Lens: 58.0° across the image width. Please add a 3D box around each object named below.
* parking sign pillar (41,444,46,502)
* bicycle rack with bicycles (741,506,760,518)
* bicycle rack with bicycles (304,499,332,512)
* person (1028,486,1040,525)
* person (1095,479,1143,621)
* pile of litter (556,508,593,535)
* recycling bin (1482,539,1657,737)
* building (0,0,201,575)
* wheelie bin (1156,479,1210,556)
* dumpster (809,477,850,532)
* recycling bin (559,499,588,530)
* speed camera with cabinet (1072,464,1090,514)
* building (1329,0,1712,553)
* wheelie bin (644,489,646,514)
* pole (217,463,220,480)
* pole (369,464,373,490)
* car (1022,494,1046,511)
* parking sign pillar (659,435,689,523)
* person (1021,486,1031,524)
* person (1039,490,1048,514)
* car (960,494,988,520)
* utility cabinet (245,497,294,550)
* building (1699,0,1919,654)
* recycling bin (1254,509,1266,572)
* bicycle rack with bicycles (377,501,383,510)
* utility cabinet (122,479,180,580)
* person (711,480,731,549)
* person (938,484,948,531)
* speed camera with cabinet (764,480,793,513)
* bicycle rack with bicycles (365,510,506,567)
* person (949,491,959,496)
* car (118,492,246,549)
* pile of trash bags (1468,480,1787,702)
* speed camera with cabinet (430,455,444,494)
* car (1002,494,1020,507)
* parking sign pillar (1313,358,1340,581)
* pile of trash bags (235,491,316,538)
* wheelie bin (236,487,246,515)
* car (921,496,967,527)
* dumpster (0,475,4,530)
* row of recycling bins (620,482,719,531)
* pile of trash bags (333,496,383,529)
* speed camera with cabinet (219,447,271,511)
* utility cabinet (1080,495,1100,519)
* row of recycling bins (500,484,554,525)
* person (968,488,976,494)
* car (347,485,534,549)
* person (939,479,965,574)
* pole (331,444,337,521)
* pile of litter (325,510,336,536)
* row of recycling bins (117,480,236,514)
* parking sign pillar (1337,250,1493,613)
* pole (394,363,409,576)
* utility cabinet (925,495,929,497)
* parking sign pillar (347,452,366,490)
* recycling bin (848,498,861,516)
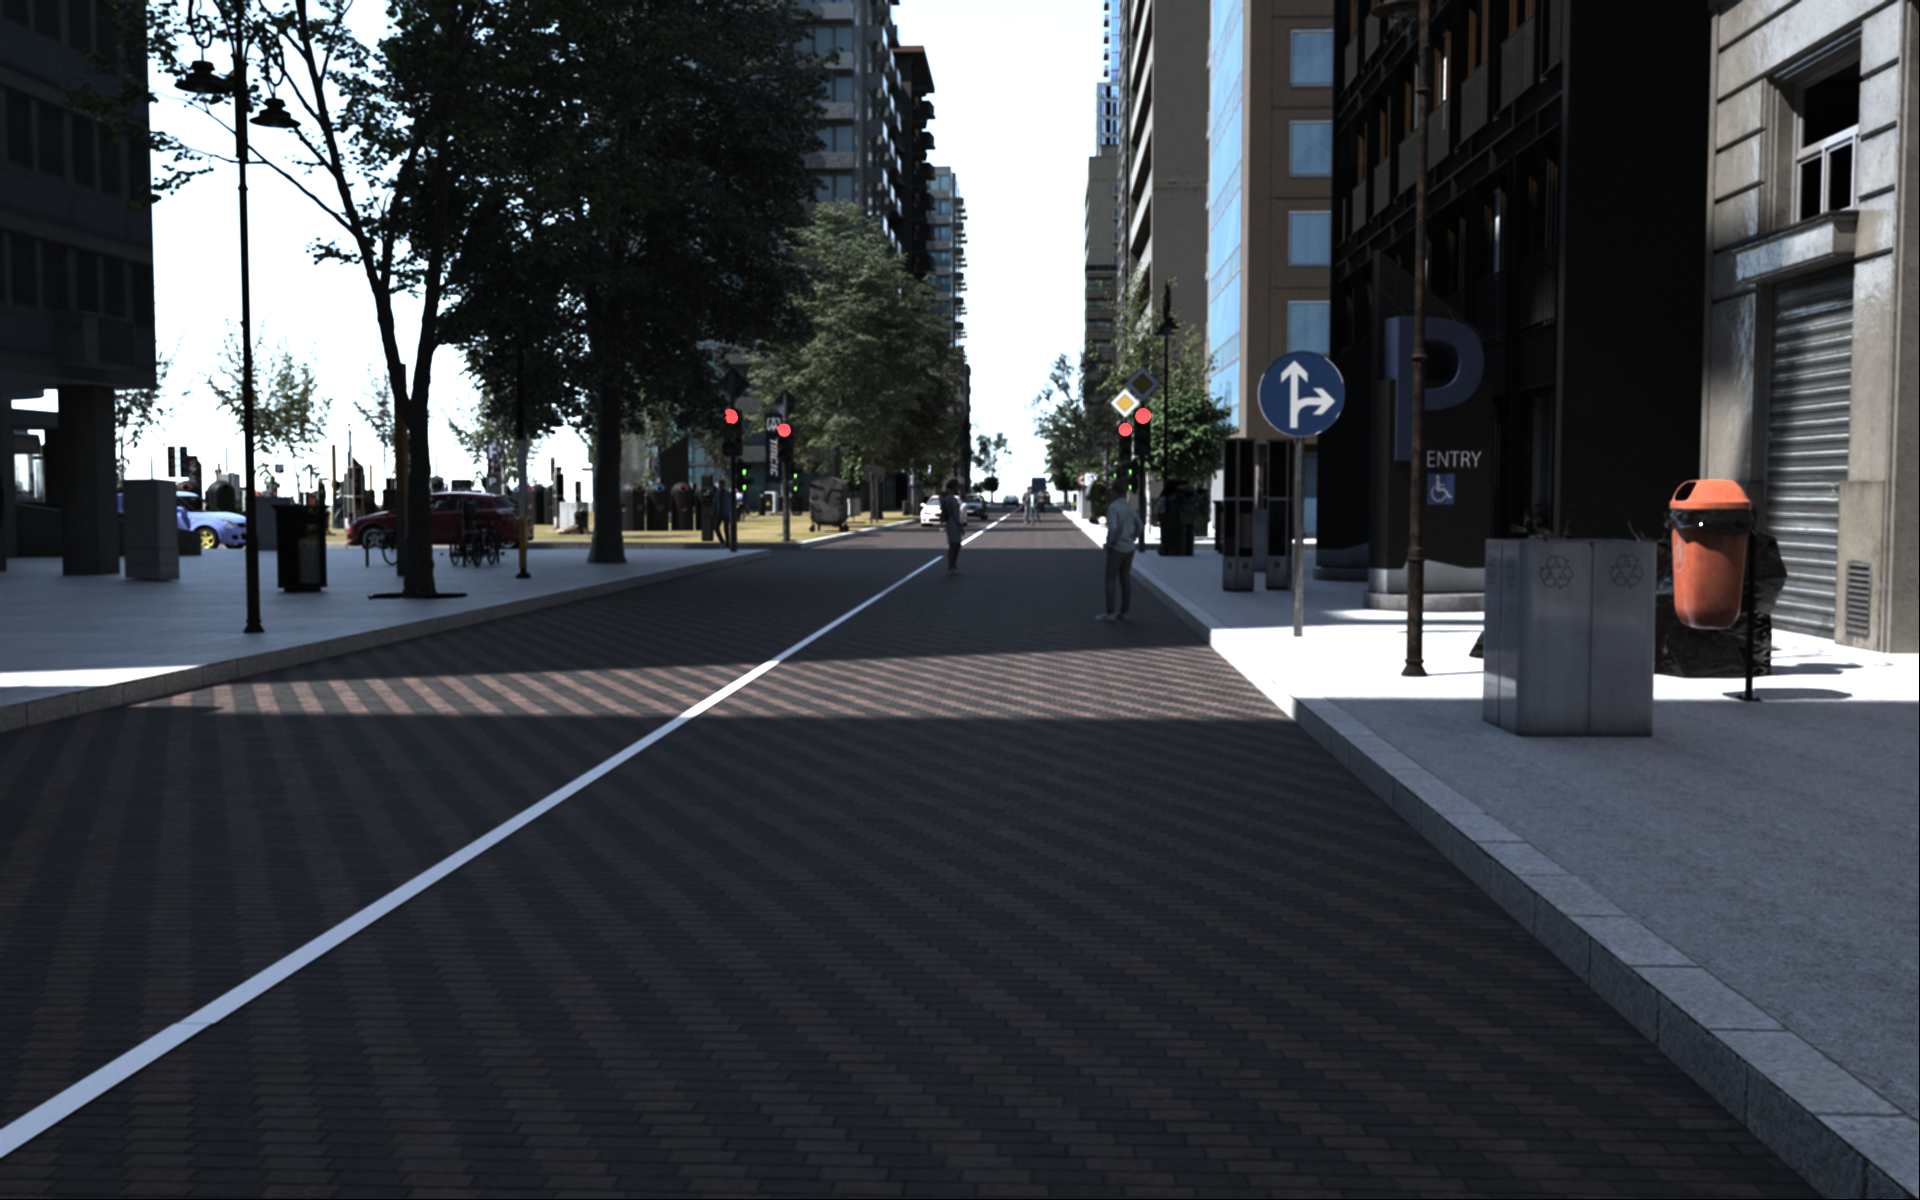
[{"bbox_3d":[-35.044,-4.811,67.132,1.447,3.967,1.447,2,4,35],"label":"parking sign pillar"},{"bbox_3d":[-12.270,-4.906,93.600,2.925,0.926,2.852,0,3,0],"label":"bicycle rack with bicycles"},{"bbox_3d":[-42.919,-6.337,116.999,2.852,0.926,2.925,-2,4,-24],"label":"bicycle rack with bicycles"},{"bbox_3d":[3.373,-4.311,79.336,0.623,1.781,0.721,2,4,24],"label":"person"},{"bbox_3d":[1.819,-0.574,19.697,0.589,1.601,0.330,-2,4,-35],"label":"person"},{"bbox_3d":[-12.359,-2.539,55.475,1.176,0.858,1.719,-1,4,-15],"label":"pile of litter"},{"bbox_3d":[3.318,0.188,9.474,0.722,1.027,0.722,0,4,1],"label":"recycling bin"},{"bbox_3d":[-25.057,-20.166,21.600,23.993,40.220,32.217,0,4,3],"label":"building"},{"bbox_3d":[4.552,-1.718,35.995,0.980,1.594,0.693,-3,5,-43],"label":"wheelie bin"},{"bbox_3d":[-4.467,-3.262,59.089,1.264,1.857,1.865,0,4,3],"label":"dumpster"},{"bbox_3d":[-12.969,-2.790,58.179,0.722,1.027,0.722,1,4,18],"label":"recycling bin"},{"bbox_3d":[8.056,-7.323,114.075,0.660,3.252,2.038,-1,4,-20],"label":"speed camera with cabinet"},{"bbox_3d":[13.226,-12.028,26.330,12.332,23.373,15.834,0,4,3],"label":"building"},{"bbox_3d":[-20.487,-6.436,113.138,0.980,1.594,0.693,2,4,31],"label":"wheelie bin"},{"bbox_3d":[-47.974,-7.238,112.182,0.158,3.312,0.155,0,3,0],"label":"pole"},{"bbox_3d":[-40.274,-7.619,118.409,0.158,3.312,0.155,0,3,0],"label":"pole"},{"bbox_3d":[6.141,-8.350,145.566,2.155,1.783,4.494,0,4,4],"label":"car"},{"bbox_3d":[-12.891,-5.480,78.075,1.447,3.967,1.447,-1,4,-13],"label":"parking sign pillar"},{"bbox_3d":[3.232,-4.568,83.282,0.391,1.810,0.635,3,4,37],"label":"person"},{"bbox_3d":[6.115,-7.248,127.539,0.617,1.759,0.750,1,4,21],"label":"person"},{"bbox_3d":[0.639,-5.385,97.827,2.009,1.686,4.222,0,4,4],"label":"car"},{"bbox_3d":[-15.799,-1.744,39.675,1.020,1.237,0.306,0,4,0],"label":"utility cabinet"},{"bbox_3d":[14.201,-10.368,2.798,16.112,22.955,30.059,0,4,3],"label":"building"},{"bbox_3d":[4.930,-1.008,29.027,0.722,1.027,0.722,2,4,29],"label":"recycling bin"},{"bbox_3d":[-30.759,-4.777,91.482,2.852,0.926,2.925,-2,4,-29],"label":"bicycle rack with bicycles"},{"bbox_3d":[-12.044,-1.047,25.800,1.173,1.500,0.318,3,5,42],"label":"utility cabinet"},{"bbox_3d":[-5.899,-2.107,43.289,0.601,1.785,0.444,1,4,19],"label":"person"},{"bbox_3d":[-0.641,-3.646,68.093,0.573,1.828,0.580,-3,4,-38],"label":"person"},{"bbox_3d":[-12.093,-7.355,114.585,2.038,3.252,0.660,1,4,10],"label":"speed camera with cabinet"},{"bbox_3d":[-9.427,-1.118,31.659,2.852,0.926,2.925,0,4,5],"label":"bicycle rack with bicycles"},{"bbox_3d":[-0.347,-4.826,86.766,0.474,1.900,0.648,2,4,26],"label":"person"},{"bbox_3d":[-19.900,-2.111,44.109,3.694,1.707,1.945,0,4,3],"label":"car"},{"bbox_3d":[4.822,-0.149,12.182,1.912,1.369,3.447,0,4,6],"label":"pile of trash bags"},{"bbox_3d":[-27.214,-5.713,87.748,2.038,3.252,0.660,-1,4,-20],"label":"speed camera with cabinet"},{"bbox_3d":[5.762,-11.242,195.600,2.131,1.459,4.920,0,4,2],"label":"car"},{"bbox_3d":[6.038,-2.290,25.919,1.447,3.967,1.447,2,4,27],"label":"parking sign pillar"},{"bbox_3d":[-19.919,-2.449,49.799,1.912,1.369,3.447,-1,4,-11],"label":"pile of trash bags"},{"bbox_3d":[-32.075,-4.275,77.805,0.980,1.594,0.693,2,4,27],"label":"wheelie bin"},{"bbox_3d":[-0.676,-3.967,77.214,2.083,1.381,4.827,0,4,3],"label":"car"},{"bbox_3d":[-6.847,-0.463,10.066,1.502,2.255,1.985,0,4,3],"label":"dumpster"},{"bbox_3d":[-10.242,-3.295,60.990,3.534,1.692,1.069,-2,4,-24],"label":"row of recycling bins"},{"bbox_3d":[-21.681,-3.389,65.155,1.912,1.369,3.447,3,5,41],"label":"pile of trash bags"},{"bbox_3d":[-30.225,-4.823,73.196,2.038,3.252,0.660,1,4,9],"label":"speed camera with cabinet"},{"bbox_3d":[6.614,-4.696,87.937,1.020,1.237,0.306,-1,4,-19],"label":"utility cabinet"},{"bbox_3d":[-18.217,-4.037,73.112,3.534,1.692,1.069,2,4,26],"label":"row of recycling bins"},{"bbox_3d":[0.751,-6.270,111.201,0.592,1.802,0.473,3,5,42],"label":"person"},{"bbox_3d":[-12.754,-2.042,42.431,4.494,1.783,2.155,0,4,4],"label":"car"},{"bbox_3d":[-0.123,-1.312,30.948,0.522,1.701,0.512,-1,4,-19],"label":"person"},{"bbox_3d":[-25.646,-4.719,70.993,0.158,3.312,0.155,0,3,0],"label":"pole"},{"bbox_3d":[-19.996,-2.430,53.692,1.176,0.858,1.719,-2,4,-24],"label":"pile of litter"},{"bbox_3d":[-23.309,-2.694,51.166,3.534,1.692,1.069,-1,4,-23],"label":"row of recycling bins"},{"bbox_3d":[5.263,-1.887,19.329,1.447,3.967,1.447,-1,4,-16],"label":"parking sign pillar"},{"bbox_3d":[-8.726,-2.033,27.077,0.158,3.312,0.155,0,3,0],"label":"pole"},{"bbox_3d":[-2.553,-6.574,118.643,0.306,1.237,1.020,3,4,36],"label":"utility cabinet"},{"bbox_3d":[-38.464,-7.458,110.410,1.447,3.967,1.447,1,4,15],"label":"parking sign pillar"},{"bbox_3d":[-6.318,-5.484,102.213,0.722,1.027,0.722,-2,4,-24],"label":"recycling bin"}]
